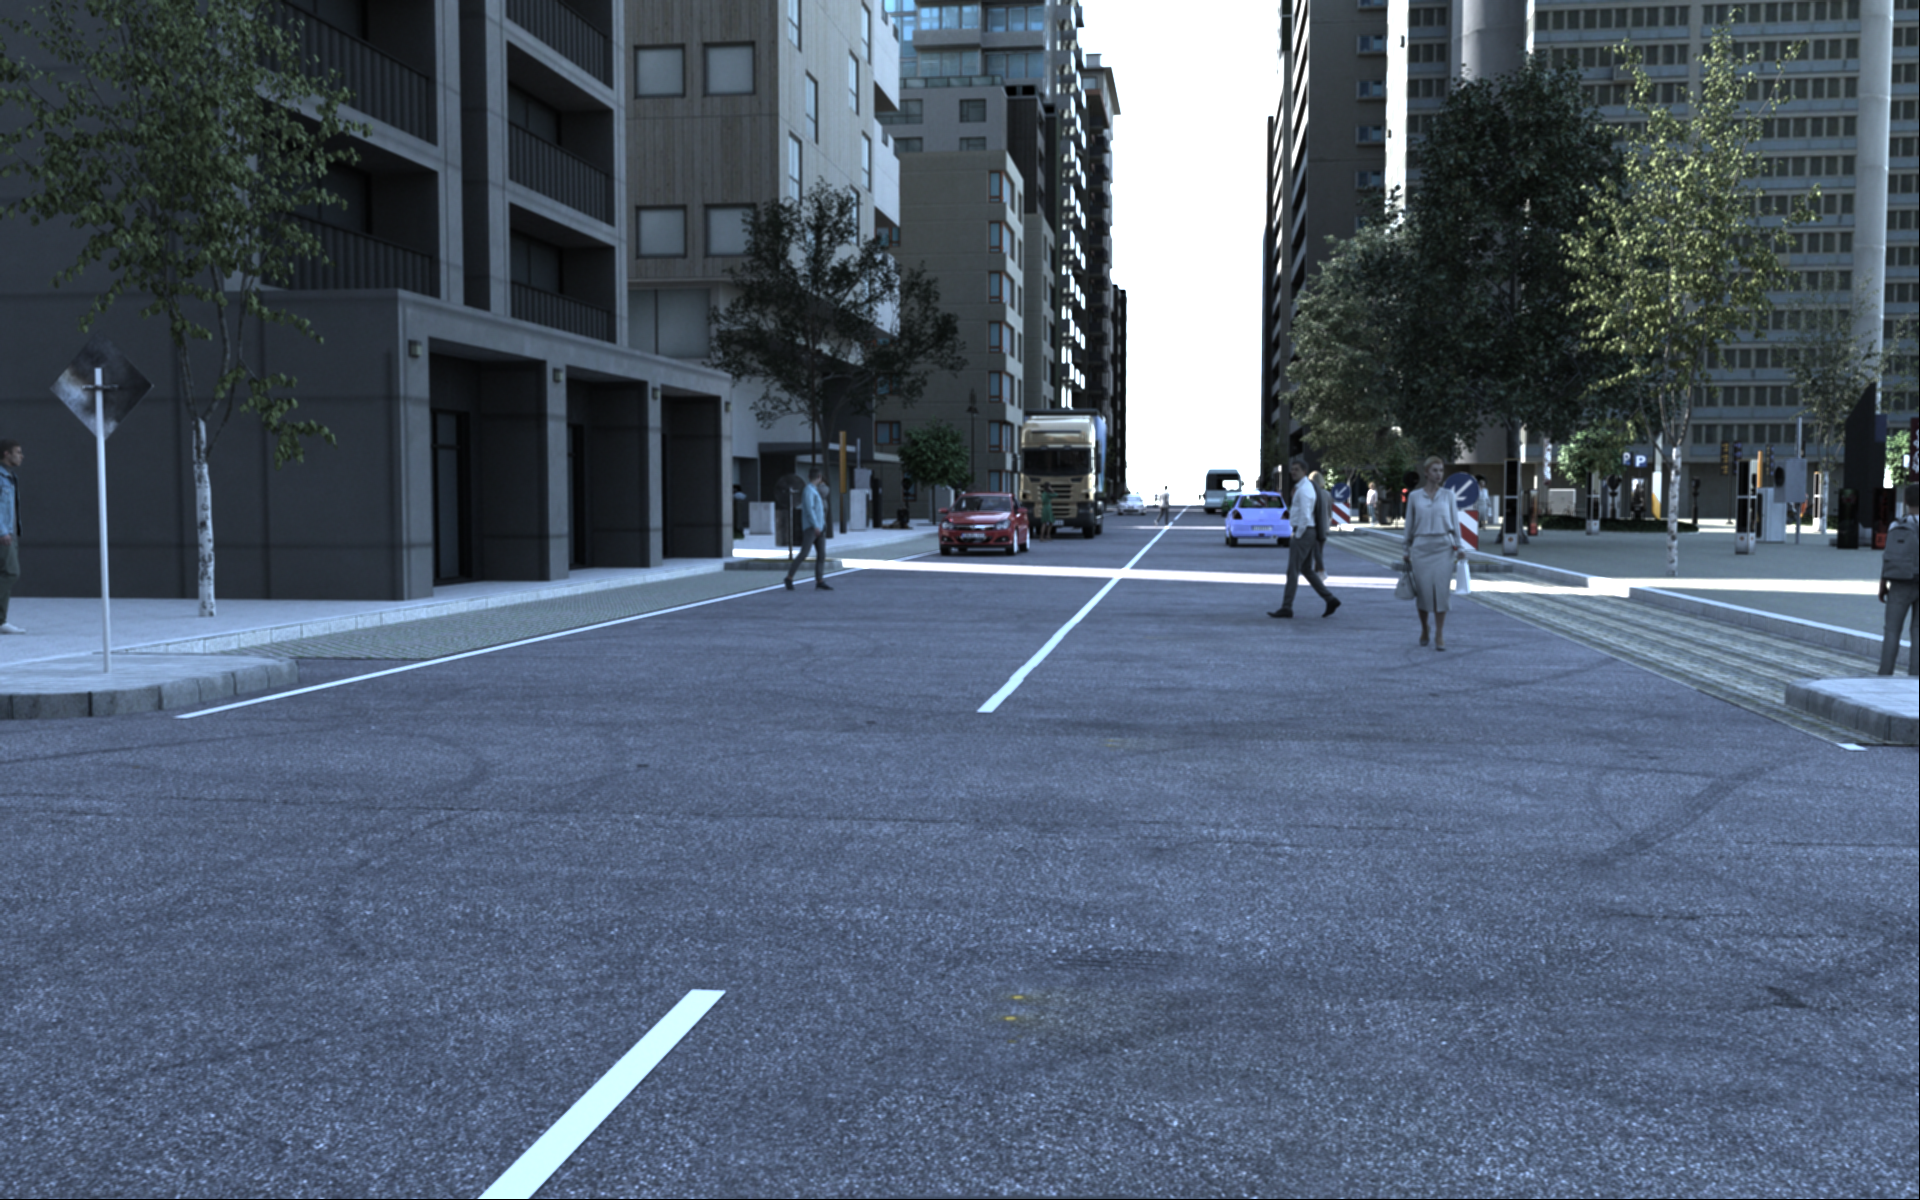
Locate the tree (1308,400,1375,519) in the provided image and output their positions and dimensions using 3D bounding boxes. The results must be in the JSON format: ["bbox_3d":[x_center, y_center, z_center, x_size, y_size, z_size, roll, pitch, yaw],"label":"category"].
[{"bbox_3d":[19.823,-8.422,88.068,4.737,8.622,4.395,0,3,0],"label":"tree"}]

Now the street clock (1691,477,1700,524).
[{"bbox_3d":[31.255,-4.223,73.619,0.358,2.002,0.471,0,4,6],"label":"street clock"}]

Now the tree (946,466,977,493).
[{"bbox_3d":[0.079,-5.213,79.826,1.663,3.219,1.824,0,3,0],"label":"tree"}]

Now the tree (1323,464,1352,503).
[{"bbox_3d":[19.828,-5.957,92.006,1.663,3.219,1.824,0,3,0],"label":"tree"}]

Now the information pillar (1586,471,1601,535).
[{"bbox_3d":[19.911,-3.055,54.449,0.304,2.012,0.304,-1,4,-12],"label":"information pillar"}]

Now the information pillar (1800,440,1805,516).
[{"bbox_3d":[36.493,-5.120,75.060,0.183,3.616,0.504,1,4,15],"label":"information pillar"}]

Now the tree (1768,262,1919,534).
[{"bbox_3d":[28.224,-6.450,55.820,4.360,8.622,3.978,0,3,0],"label":"tree"}]

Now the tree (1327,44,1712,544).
[{"bbox_3d":[14.363,-7.810,44.708,9.611,12.733,9.660,0,3,0],"label":"tree"}]

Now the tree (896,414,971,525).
[{"bbox_3d":[-1.054,-5.370,71.513,4.285,4.588,4.351,0,3,0],"label":"tree"}]

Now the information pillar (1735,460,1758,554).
[{"bbox_3d":[16.788,-1.987,36.974,0.304,2.012,0.304,-3,4,-37],"label":"information pillar"}]

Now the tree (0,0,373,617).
[{"bbox_3d":[-7.899,-4.116,17.663,4.737,8.622,4.395,0,3,0],"label":"tree"}]

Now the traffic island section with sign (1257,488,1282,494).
[{"bbox_3d":[19.752,-6.136,108.951,1.989,1.847,2.006,0,4,8],"label":"traffic island section with sign"}]

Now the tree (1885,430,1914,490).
[{"bbox_3d":[43.662,-5.839,79.182,4.285,4.588,4.351,0,3,0],"label":"tree"}]

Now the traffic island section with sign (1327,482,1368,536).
[{"bbox_3d":[12.890,-3.107,59.419,1.989,1.847,2.006,0,4,8],"label":"traffic island section with sign"}]

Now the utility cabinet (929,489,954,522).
[{"bbox_3d":[-0.821,-4.217,77.628,1.173,1.500,0.318,2,4,33],"label":"utility cabinet"}]

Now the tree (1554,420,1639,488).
[{"bbox_3d":[27.418,-5.559,74.604,4.285,4.588,4.351,0,3,0],"label":"tree"}]

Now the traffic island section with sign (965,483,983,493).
[{"bbox_3d":[0.501,-3.174,60.529,1.989,1.847,2.006,0,4,8],"label":"traffic island section with sign"}]

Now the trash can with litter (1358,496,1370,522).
[{"bbox_3d":[18.676,-4.176,79.662,0.624,1.170,1.055,0,4,3],"label":"trash can with litter"}]

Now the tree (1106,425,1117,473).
[{"bbox_3d":[12.541,-13.030,163.395,4.737,8.622,4.395,0,3,0],"label":"tree"}]

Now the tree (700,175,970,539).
[{"bbox_3d":[-3.706,-7.070,50.002,8.767,10.594,7.601,1,4,10],"label":"tree"}]

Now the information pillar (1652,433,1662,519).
[{"bbox_3d":[26.497,-4.555,65.830,0.504,3.616,0.183,-3,4,-39],"label":"information pillar"}]

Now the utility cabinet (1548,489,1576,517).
[{"bbox_3d":[28.415,-4.472,81.797,1.173,1.500,0.318,2,4,34],"label":"utility cabinet"}]

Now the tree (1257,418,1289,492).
[{"bbox_3d":[30.860,-13.390,169.285,4.737,8.622,4.395,0,3,0],"label":"tree"}]

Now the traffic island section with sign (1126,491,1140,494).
[{"bbox_3d":[18.809,-11.252,192.595,1.989,1.847,2.006,0,4,8],"label":"traffic island section with sign"}]

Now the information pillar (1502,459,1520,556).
[{"bbox_3d":[11.503,-1.937,36.155,0.304,2.012,0.304,1,4,16],"label":"information pillar"}]

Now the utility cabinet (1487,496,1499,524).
[{"bbox_3d":[23.136,-3.915,75.177,0.306,1.237,1.020,2,4,30],"label":"utility cabinet"}]

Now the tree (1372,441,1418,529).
[{"bbox_3d":[15.901,-4.215,63.523,1.663,3.219,1.824,0,3,0],"label":"tree"}]

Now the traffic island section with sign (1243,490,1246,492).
[{"bbox_3d":[23.574,-7.822,136.514,1.989,1.847,2.006,0,4,8],"label":"traffic island section with sign"}]

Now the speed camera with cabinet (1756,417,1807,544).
[{"bbox_3d":[21.404,-3.119,45.333,0.660,3.252,2.038,0,4,1],"label":"speed camera with cabinet"}]

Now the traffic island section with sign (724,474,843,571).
[{"bbox_3d":[-3.308,-1.499,33.130,1.989,1.847,2.006,0,4,8],"label":"traffic island section with sign"}]

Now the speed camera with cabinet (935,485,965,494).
[{"bbox_3d":[-0.495,-5.568,85.368,0.660,3.252,2.038,2,4,32],"label":"speed camera with cabinet"}]

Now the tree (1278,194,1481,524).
[{"bbox_3d":[18.243,-10.311,75.247,9.857,13.997,8.962,0,3,0],"label":"tree"}]

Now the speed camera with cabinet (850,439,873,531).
[{"bbox_3d":[-3.474,-4.078,61.011,0.660,3.252,2.038,0,4,3],"label":"speed camera with cabinet"}]

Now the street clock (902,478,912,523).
[{"bbox_3d":[-2.352,-4.417,76.789,0.471,2.002,0.358,0,4,0],"label":"street clock"}]

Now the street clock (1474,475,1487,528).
[{"bbox_3d":[19.420,-3.680,64.734,0.471,2.002,0.358,3,5,41],"label":"street clock"}]

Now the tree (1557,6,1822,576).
[{"bbox_3d":[11.289,-4.700,27.215,4.737,8.622,4.395,0,3,0],"label":"tree"}]

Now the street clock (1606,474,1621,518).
[{"bbox_3d":[23.838,-3.586,63.206,0.471,2.002,0.358,0,4,5],"label":"street clock"}]

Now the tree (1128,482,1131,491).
[{"bbox_3d":[23.407,-15.313,244.964,1.663,3.219,1.824,0,3,0],"label":"tree"}]

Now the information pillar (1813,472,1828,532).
[{"bbox_3d":[29.105,-3.307,58.568,0.304,2.012,0.304,0,4,-7],"label":"information pillar"}]

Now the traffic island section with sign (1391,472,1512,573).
[{"bbox_3d":[9.126,-1.450,32.333,1.989,1.847,2.006,0,4,8],"label":"traffic island section with sign"}]

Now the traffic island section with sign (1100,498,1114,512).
[{"bbox_3d":[11.210,-7.903,137.848,1.989,1.847,2.006,0,4,8],"label":"traffic island section with sign"}]

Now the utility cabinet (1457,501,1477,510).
[{"bbox_3d":[19.470,-3.411,66.926,1.020,1.237,0.306,-1,4,-10],"label":"utility cabinet"}]
